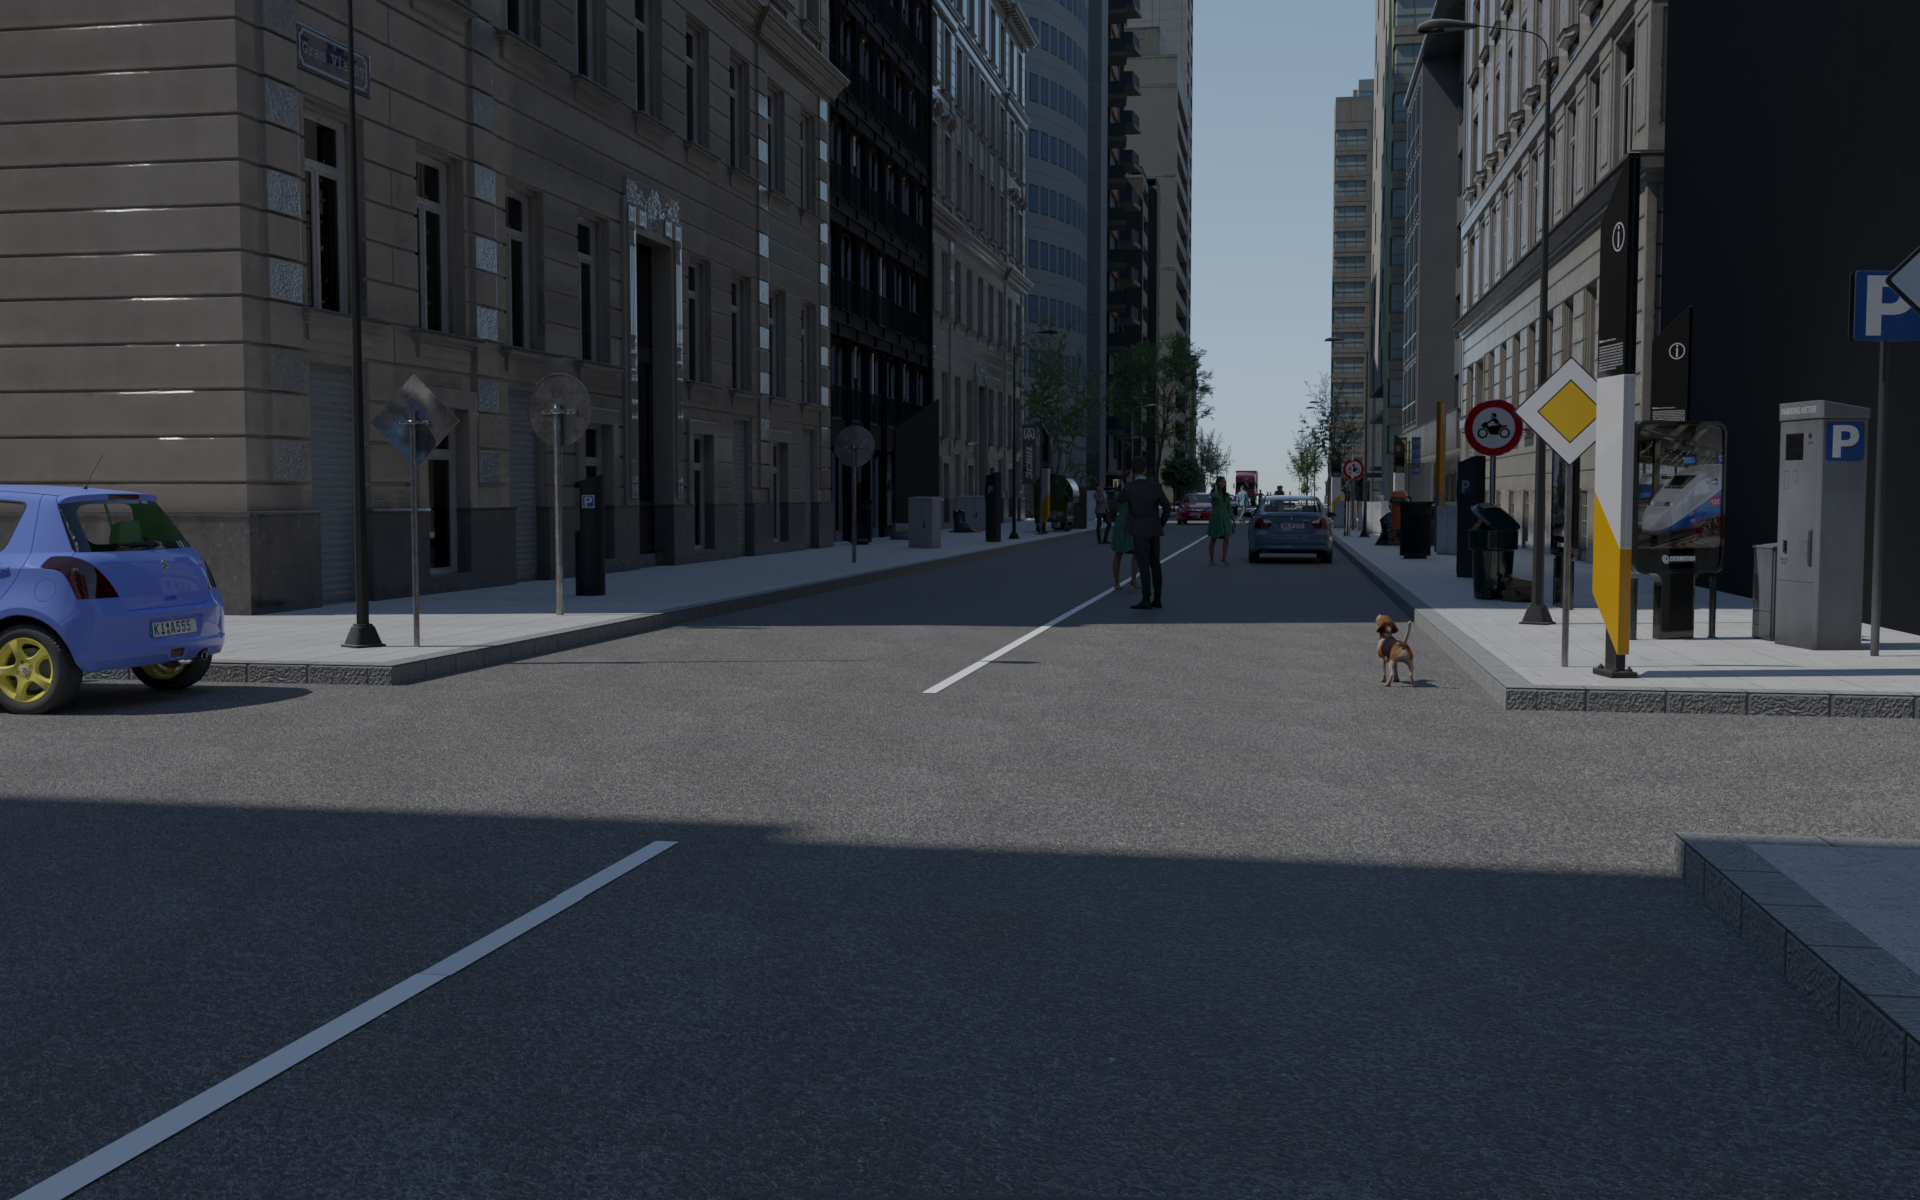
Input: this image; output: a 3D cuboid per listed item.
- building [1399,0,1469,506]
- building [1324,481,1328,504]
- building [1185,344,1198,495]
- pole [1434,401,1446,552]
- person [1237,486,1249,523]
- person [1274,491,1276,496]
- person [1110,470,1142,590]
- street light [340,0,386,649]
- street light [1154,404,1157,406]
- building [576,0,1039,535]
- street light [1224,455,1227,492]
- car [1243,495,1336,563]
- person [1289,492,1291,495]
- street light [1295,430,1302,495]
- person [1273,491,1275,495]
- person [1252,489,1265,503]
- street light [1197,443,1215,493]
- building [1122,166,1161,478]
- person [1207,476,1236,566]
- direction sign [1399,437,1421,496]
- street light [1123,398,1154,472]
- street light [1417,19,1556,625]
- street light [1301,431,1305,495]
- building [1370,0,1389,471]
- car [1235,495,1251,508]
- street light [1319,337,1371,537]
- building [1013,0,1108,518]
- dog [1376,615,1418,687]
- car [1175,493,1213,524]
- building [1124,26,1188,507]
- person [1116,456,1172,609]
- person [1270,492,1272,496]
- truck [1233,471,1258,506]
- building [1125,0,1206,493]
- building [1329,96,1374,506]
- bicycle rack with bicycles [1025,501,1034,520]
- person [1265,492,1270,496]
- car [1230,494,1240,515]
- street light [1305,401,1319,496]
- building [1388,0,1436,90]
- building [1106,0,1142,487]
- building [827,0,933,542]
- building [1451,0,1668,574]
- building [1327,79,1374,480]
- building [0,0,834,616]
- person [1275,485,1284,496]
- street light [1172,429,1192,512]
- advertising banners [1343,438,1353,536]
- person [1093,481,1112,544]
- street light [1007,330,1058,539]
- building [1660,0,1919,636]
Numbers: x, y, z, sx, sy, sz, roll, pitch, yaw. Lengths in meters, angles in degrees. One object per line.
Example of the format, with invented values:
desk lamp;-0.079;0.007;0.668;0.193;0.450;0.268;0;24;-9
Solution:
building;25.951;-15.299;69.207;14.314;24.678;30.058;1;4;10
building;64.676;-32.750;227.338;32.217;40.220;23.993;1;4;10
building;14.532;-22.449;212.088;27.650;21.520;28.899;1;4;10
pole;10.613;-2.717;38.265;0.158;3.312;0.155;0;3;0
person;13.981;-4.744;85.927;0.748;1.841;0.638;-3;5;-39
person;33.788;-10.802;185.823;0.721;1.736;1.217;1;4;20
person;2.513;-1.053;25.959;0.600;1.795;0.529;-2;4;-34
street light;-4.486;-2.553;14.276;1.470;5.913;1.316;1;4;10
street light;9.487;-7.161;89.629;1.470;5.913;1.316;1;4;10
building;-4.652;-16.728;70.767;12.463;27.353;25.104;1;4;10
street light;31.325;-14.373;207.545;1.470;5.913;1.316;1;4;10
car;7.111;-1.552;37.385;2.014;1.417;4.499;1;4;10
person;36.969;-11.323;194.436;0.445;1.727;0.742;0;4;-8
street light;25.340;-9.411;126.416;1.470;5.913;1.316;1;4;10
person;43.170;-14.004;237.455;1.348;1.826;0.705;2;4;30
person;24.692;-8.194;142.477;1.348;1.824;0.705;2;4;29
street light;22.334;-11.370;158.443;1.470;5.913;1.316;1;4;10
building;10.167;-23.332;153.182;14.160;30.474;14.107;1;4;10
person;5.210;-1.587;34.696;0.600;1.795;0.529;-2;4;-27
direction sign;17.839;-4.700;68.847;0.876;3.537;0.379;1;4;20
street light;8.457;-6.797;83.669;1.470;5.913;1.316;1;4;10
street light;5.171;-2.721;17.030;1.470;5.913;1.316;1;4;10
street light;19.039;-7.306;91.989;1.470;5.913;1.316;1;4;10
building;42.279;-32.267;116.802;28.713;52.752;27.495;1;4;10
car;29.184;-10.247;179.893;2.083;1.381;4.827;1;4;10
street light;11.493;-4.823;51.390;1.470;5.913;1.316;1;4;10
building;-2.985;-34.368;103.913;21.231;58.520;28.212;1;4;10
dog;3.262;0.383;13.024;0.406;0.507;0.540;-3;5;-43
car;11.406;-4.509;82.755;2.155;1.783;4.494;1;4;12
building;13.083;-34.385;185.901;21.300;48.544;21.600;1;4;10
person;2.283;-0.844;21.663;0.648;1.900;0.474;-2;4;-29
person;41.231;-13.555;230.648;0.617;1.759;0.750;-3;5;-40
truck;34.511;-13.436;208.599;2.839;4.237;11.283;1;4;11
building;23.003;-48.678;234.136;20.563;71.187;20.611;1;4;10
building;45.863;-30.393;180.514;14.154;41.232;14.086;1;4;10
bicycle rack with bicycles;3.752;-4.502;86.991;2.852;0.926;2.925;-1;4;-12
person;36.566;-12.055;206.304;0.721;1.736;1.217;-2;4;-32
car;18.076;-6.623;118.080;2.009;1.686;4.222;1;4;9
street light;18.097;-6.961;86.355;1.470;5.913;1.316;1;4;10
building;31.235;-25.338;97.863;14.154;41.232;14.086;1;4;10
building;2.136;-29.223;132.416;22.147;44.769;28.867;1;4;10
building;-8.382;-13.523;50.778;12.332;23.373;15.834;1;4;10
building;20.579;-12.627;39.741;16.112;22.955;30.059;1;4;10
building;55.219;-35.569;201.155;23.786;49.044;30.456;1;4;10
building;-10.804;-14.255;30.327;12.463;27.353;25.104;1;4;10
person;14.269;-4.212;77.341;0.573;1.828;0.580;-1;4;-22
street light;15.893;-9.270;124.105;1.470;5.913;1.316;1;4;10
advertising banners;12.052;-3.515;53.659;0.090;3.025;2.074;1;4;19
person;4.114;-2.517;49.834;0.592;1.802;0.473;-2;4;-31
street light;2.071;-4.685;49.134;1.470;5.913;1.316;1;4;10
building;17.402;-11.557;18.636;15.834;23.373;12.332;1;4;10
